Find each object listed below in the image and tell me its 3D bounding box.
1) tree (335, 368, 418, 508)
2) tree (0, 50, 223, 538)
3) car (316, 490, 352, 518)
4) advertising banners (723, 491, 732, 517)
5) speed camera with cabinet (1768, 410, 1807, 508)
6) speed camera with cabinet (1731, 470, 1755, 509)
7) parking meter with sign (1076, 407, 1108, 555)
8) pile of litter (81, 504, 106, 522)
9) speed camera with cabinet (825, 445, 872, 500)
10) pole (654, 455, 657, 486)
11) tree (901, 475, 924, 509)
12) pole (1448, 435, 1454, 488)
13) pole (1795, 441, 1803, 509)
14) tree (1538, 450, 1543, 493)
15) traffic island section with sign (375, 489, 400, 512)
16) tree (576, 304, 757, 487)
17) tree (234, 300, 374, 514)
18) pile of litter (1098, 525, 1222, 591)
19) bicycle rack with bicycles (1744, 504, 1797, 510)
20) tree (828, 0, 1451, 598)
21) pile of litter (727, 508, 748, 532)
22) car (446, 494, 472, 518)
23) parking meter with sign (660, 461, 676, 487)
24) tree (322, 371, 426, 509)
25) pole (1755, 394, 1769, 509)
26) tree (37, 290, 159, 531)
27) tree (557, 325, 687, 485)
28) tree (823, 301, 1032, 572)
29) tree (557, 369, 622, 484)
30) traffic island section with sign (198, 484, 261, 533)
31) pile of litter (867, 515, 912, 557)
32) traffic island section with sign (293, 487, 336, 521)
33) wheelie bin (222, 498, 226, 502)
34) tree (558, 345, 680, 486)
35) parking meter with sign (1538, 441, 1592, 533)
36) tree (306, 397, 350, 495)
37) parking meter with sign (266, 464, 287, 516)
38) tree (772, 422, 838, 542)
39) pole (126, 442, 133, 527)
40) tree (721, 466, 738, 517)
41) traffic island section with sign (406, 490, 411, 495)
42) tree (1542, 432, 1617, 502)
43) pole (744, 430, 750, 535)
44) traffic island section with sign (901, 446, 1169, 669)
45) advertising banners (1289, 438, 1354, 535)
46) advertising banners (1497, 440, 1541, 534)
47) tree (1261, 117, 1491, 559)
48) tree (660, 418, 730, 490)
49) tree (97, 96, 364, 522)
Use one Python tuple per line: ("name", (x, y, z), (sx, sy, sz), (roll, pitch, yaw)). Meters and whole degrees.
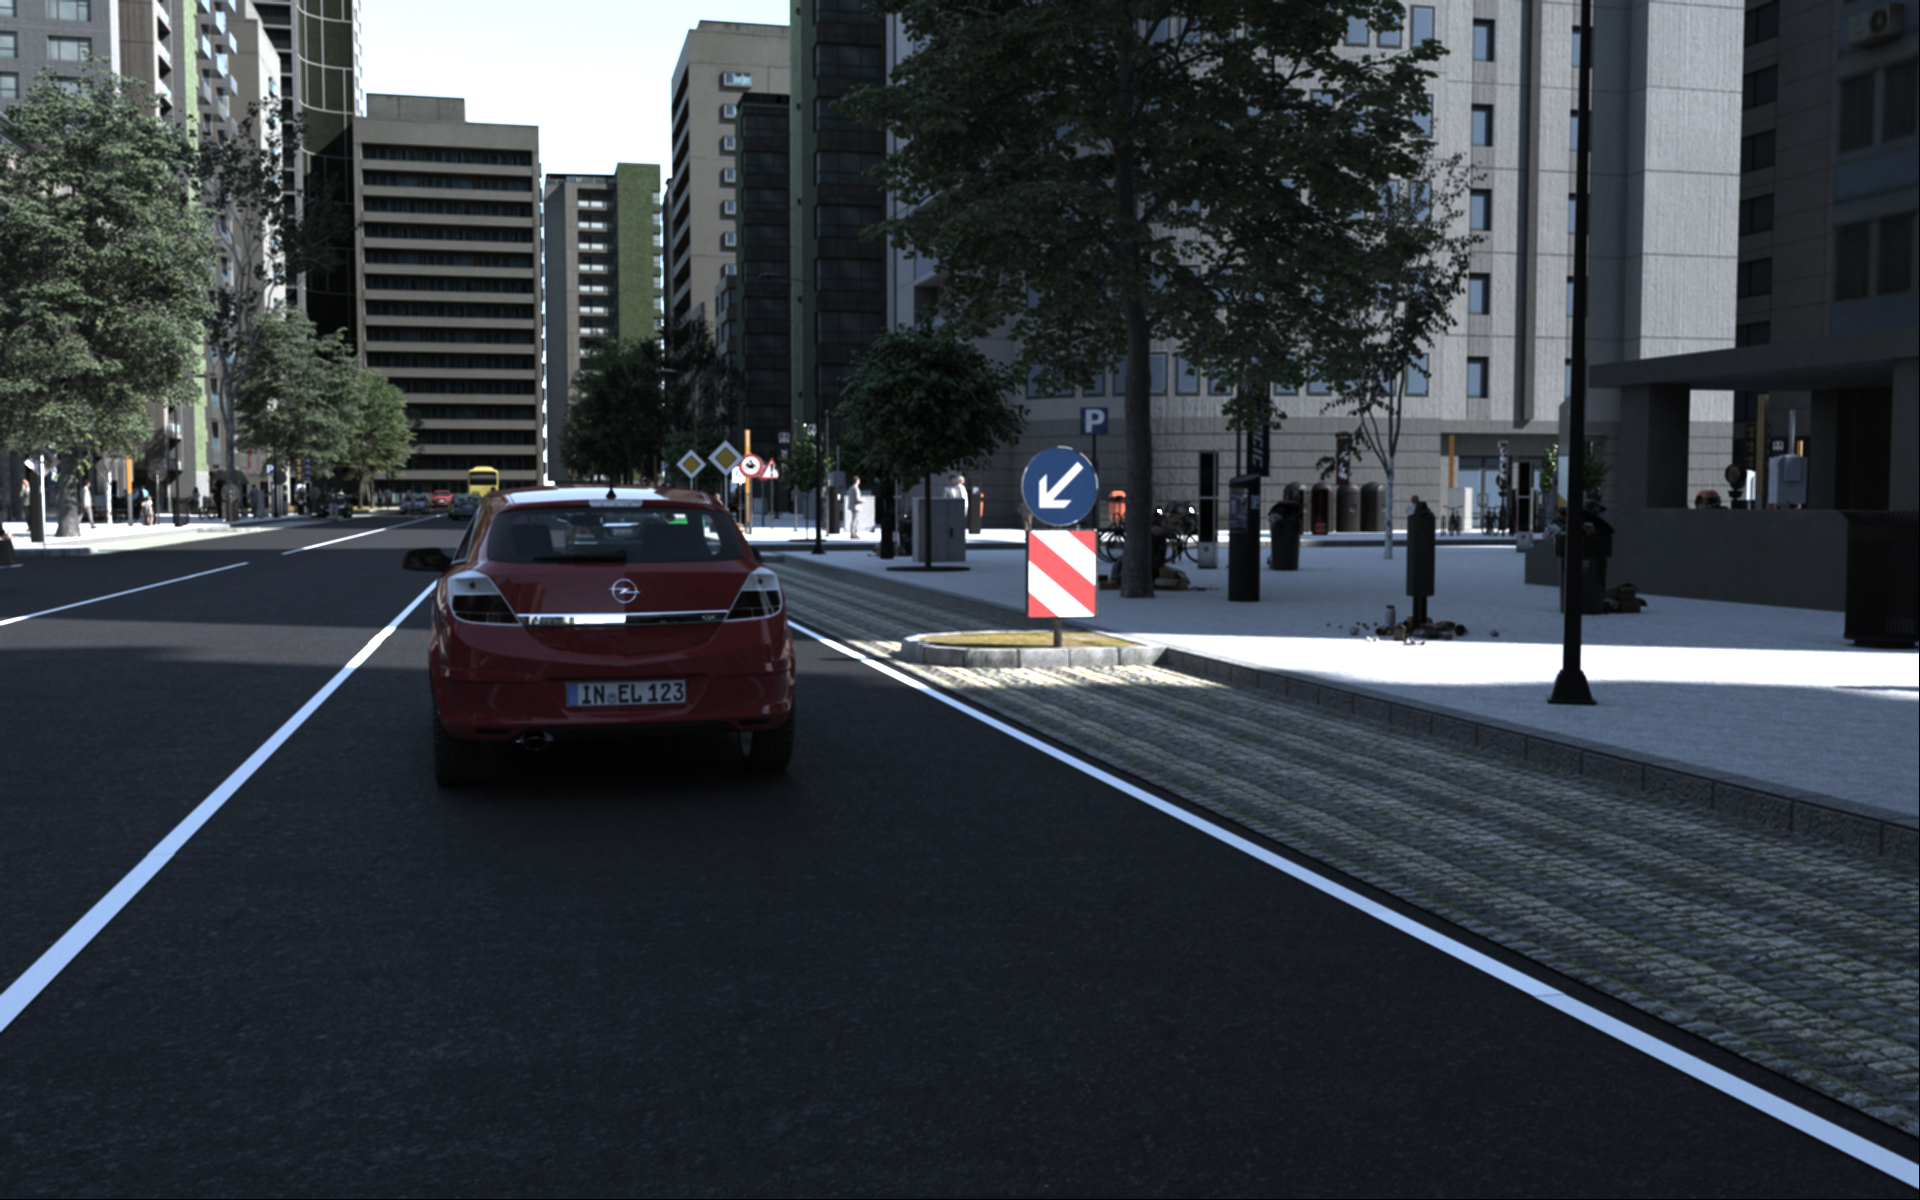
("tree", (-52.679, -14.552, 156.054), (7.486, 12.596, 7.792), (0, 3, 0))
("tree", (-26.497, -8.831, 51.038), (9.857, 13.997, 8.962), (0, 3, 0))
("car", (-36.954, -5.656, 102.262), (2.009, 1.686, 4.222), (-1, 4, -14))
("advertising banners", (-12.452, -5.966, 93.730), (0.090, 3.025, 2.074), (-2, 4, -25))
("speed camera with cabinet", (20.209, -2.844, 40.827), (2.038, 3.252, 0.660), (0, 4, 4))
("speed camera with cabinet", (29.807, -4.465, 67.337), (0.660, 3.252, 2.038), (-2, 4, -33))
("parking meter with sign", (2.664, -2.412, 35.699), (0.543, 3.016, 1.738), (0, 4, -2))
("pile of litter", (-40.105, -4.067, 80.462), (1.176, 0.858, 1.719), (1, 4, 19))
("speed camera with cabinet", (-4.575, -4.699, 71.170), (2.038, 3.252, 0.660), (-3, 5, -42))
("pole", (-15.988, -5.939, 90.953), (0.158, 3.312, 0.155), (0, 3, 0))
("tree", (-2.216, -4.279, 64.563), (1.663, 3.219, 1.824), (0, 3, 0))
("pole", (17.024, -4.049, 60.051), (0.158, 3.312, 0.155), (0, 3, 0))
("pole", (31.963, -4.414, 66.011), (0.158, 3.312, 0.155), (0, 3, 0))
("tree", (20.731, -4.045, 60.738), (1.663, 3.219, 1.824), (0, 3, 0))
("traffic island section with sign", (-46.225, -8.042, 140.117), (1.989, 1.847, 2.006), (-1, 4, -14))
("tree", (-14.382, -9.275, 86.052), (8.767, 10.594, 7.601), (0, 4, -8))
("tree", (-43.145, -12.613, 112.880), (9.857, 13.997, 8.962), (0, 3, 0))
("pile of litter", (2.583, -0.573, 23.338), (1.719, 0.858, 1.176), (2, 4, 30))
("bicycle rack with bicycles", (28.238, -2.836, 59.750), (2.852, 0.926, 2.925), (-1, 4, -10))
("tree", (1.858, -6.319, 21.451), (7.486, 12.596, 7.792), (0, 3, 0))
("pile of litter", (-7.675, -2.695, 58.029), (1.719, 0.858, 1.176), (-2, 4, -35))
("car", (-29.914, -5.756, 104.330), (2.015, 1.641, 3.980), (-1, 4, -15))
("parking meter with sign", (-15.159, -5.777, 90.713), (0.543, 3.016, 1.738), (1, 4, 8))
("tree", (-50.290, -13.436, 145.434), (9.928, 11.665, 9.643), (0, 3, 0))
("pole", (16.423, -2.548, 35.504), (0.158, 3.312, 0.155), (0, 3, 0))
("tree", (-29.445, -6.679, 59.559), (4.737, 8.622, 4.395), (0, 3, 0))
("tree", (-20.483, -11.099, 107.222), (9.928, 11.665, 9.643), (0, 3, 0))
("tree", (-0.615, -2.785, 29.250), (4.285, 4.588, 4.351), (0, 3, 0))
("tree", (-32.115, -14.532, 155.717), (7.486, 12.596, 7.792), (0, 3, 0))
("traffic island section with sign", (-27.468, -3.459, 65.186), (1.989, 1.847, 2.006), (-1, 4, -14))
("pile of litter", (-1.306, -1.362, 36.230), (1.719, 0.858, 1.176), (-3, 5, -43))
("traffic island section with sign", (-34.019, -5.059, 91.336), (1.989, 1.847, 2.006), (-1, 4, -14))
("wheelie bin", (-43.403, -5.754, 101.989), (0.980, 1.594, 0.693), (-1, 4, -16))
("tree", (-25.764, -13.224, 133.227), (9.611, 12.733, 9.660), (0, 3, 0))
("parking meter with sign", (19.959, -3.738, 57.370), (1.738, 3.016, 0.543), (2, 4, 24))
("tree", (-46.761, -10.820, 127.263), (4.737, 8.622, 4.395), (0, 3, 0))
("parking meter with sign", (-40.501, -6.512, 102.734), (0.543, 3.016, 1.738), (0, 4, 3))
("tree", (-4.277, -3.196, 46.851), (1.663, 3.219, 1.824), (0, 3, 0))
("pole", (-32.764, -4.555, 68.314), (0.158, 3.312, 0.155), (0, 3, 0))
("tree", (-12.397, -6.306, 97.710), (1.663, 3.219, 1.824), (0, 3, 0))
("traffic island section with sign", (-52.758, -9.642, 166.272), (1.989, 1.847, 2.006), (-1, 4, -14))
("tree", (18.888, -3.553, 52.686), (1.663, 3.219, 1.824), (0, 3, 0))
("pole", (-6.735, -3.735, 54.910), (0.158, 3.312, 0.155), (0, 3, 0))
("traffic island section with sign", (0.545, -0.397, 15.112), (1.989, 1.847, 2.006), (-1, 4, -14))
("advertising banners", (11.279, -3.556, 54.324), (2.074, 3.025, 0.090), (0, 4, 4))
("advertising banners", (18.209, -3.688, 56.486), (2.074, 3.025, 0.090), (-2, 4, -31))
("tree", (8.305, -5.121, 34.089), (4.360, 8.622, 3.978), (0, 3, 0))
("tree", (-11.295, -5.570, 74.791), (4.285, 4.588, 4.351), (0, 3, 0))
("tree", (-32.536, -13.740, 80.537), (12.611, 20.169, 13.585), (0, 3, 0))
